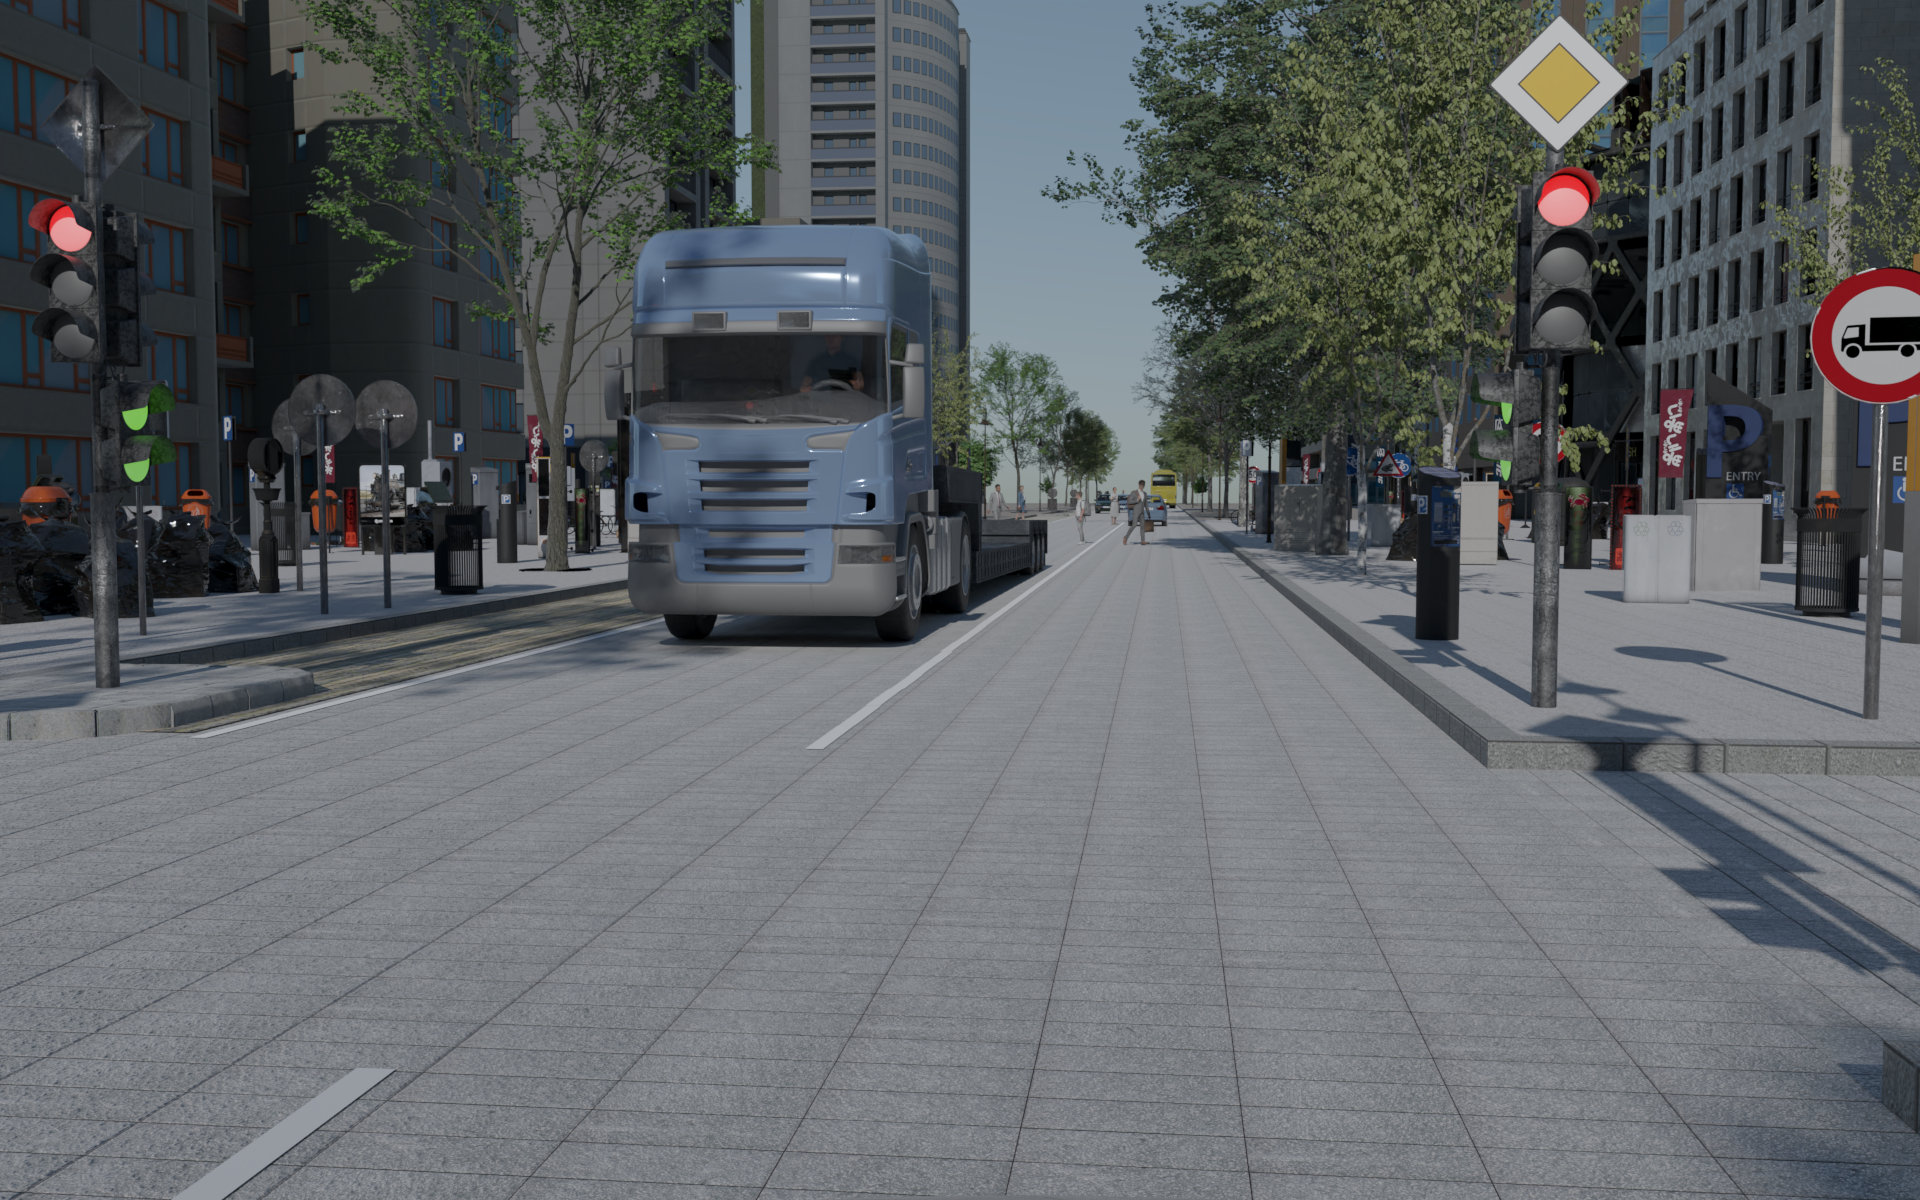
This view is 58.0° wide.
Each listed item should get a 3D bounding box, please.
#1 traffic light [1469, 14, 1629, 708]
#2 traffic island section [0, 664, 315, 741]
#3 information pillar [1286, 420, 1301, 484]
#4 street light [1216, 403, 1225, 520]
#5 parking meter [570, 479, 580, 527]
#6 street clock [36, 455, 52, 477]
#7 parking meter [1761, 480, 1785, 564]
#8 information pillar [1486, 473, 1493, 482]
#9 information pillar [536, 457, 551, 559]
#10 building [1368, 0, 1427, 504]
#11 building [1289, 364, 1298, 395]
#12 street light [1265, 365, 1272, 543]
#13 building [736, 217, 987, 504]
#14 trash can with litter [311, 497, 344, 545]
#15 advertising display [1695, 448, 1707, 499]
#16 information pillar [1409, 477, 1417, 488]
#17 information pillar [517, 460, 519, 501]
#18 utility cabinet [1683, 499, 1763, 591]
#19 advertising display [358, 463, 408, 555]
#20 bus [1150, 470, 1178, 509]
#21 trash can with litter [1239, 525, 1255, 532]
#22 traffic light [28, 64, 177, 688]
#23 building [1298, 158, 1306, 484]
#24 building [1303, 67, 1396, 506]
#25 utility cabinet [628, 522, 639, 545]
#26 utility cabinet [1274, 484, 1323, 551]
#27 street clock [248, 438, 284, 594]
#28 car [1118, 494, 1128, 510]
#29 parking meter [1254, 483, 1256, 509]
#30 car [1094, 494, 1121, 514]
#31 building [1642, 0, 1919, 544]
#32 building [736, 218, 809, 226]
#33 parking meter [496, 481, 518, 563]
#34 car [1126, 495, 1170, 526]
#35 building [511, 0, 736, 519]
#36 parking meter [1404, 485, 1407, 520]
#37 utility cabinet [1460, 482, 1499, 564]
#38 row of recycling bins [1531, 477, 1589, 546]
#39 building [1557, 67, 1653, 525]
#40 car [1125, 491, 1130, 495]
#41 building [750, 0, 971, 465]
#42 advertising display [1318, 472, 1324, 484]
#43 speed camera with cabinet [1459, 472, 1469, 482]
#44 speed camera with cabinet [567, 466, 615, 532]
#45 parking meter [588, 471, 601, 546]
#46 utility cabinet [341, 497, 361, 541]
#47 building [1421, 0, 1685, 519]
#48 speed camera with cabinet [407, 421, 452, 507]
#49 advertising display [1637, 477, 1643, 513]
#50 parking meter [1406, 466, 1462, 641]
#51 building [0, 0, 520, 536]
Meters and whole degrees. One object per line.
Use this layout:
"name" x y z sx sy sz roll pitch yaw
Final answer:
"traffic light" 3.504 -1.310 10.335 0.839 4.253 0.868 0 4 7
"traffic island section" -5.685 0.658 11.529 2.009 0.180 2.903 0 4 7
"information pillar" 10.335 -3.820 53.816 0.504 3.616 0.183 1 4 23
"street light" 12.664 -6.823 84.350 0.468 5.910 1.993 0 4 7
"parking meter" -14.812 -3.723 66.583 0.399 1.863 0.255 0 4 7
"street clock" -16.908 -1.679 32.024 0.358 2.002 0.471 -2 4 -31
"parking meter" 14.928 -1.430 31.799 0.372 1.533 0.369 0 3 0
"information pillar" 18.609 -3.445 60.815 0.304 2.012 0.304 1 4 16
"information pillar" -8.217 -1.835 34.488 0.304 2.012 0.304 1 4 12
"building" 43.204 -28.984 128.521 22.147 44.769 28.867 0 4 7
"building" 51.375 -28.249 233.570 14.160 30.474 14.107 0 4 7
"street light" 8.129 -4.441 45.402 0.468 5.910 1.993 0 4 7
"building" -13.245 -32.677 226.148 32.217 40.220 23.993 0 4 7
"trash can with litter" -16.089 -1.995 43.671 1.678 1.210 2.233 2 4 32
"advertising display" 10.435 -1.175 24.433 0.123 1.923 0.974 1 4 22
"information pillar" 19.363 -4.256 74.075 0.304 2.012 0.304 0 4 1
"information pillar" -19.245 -5.105 74.829 0.183 3.616 0.504 1 4 17
"utility cabinet" 10.122 -0.726 23.024 1.020 1.237 0.306 -1 4 -13
"advertising display" -12.166 -1.915 36.517 0.974 1.923 0.123 -1 4 -9
"bus" 20.582 -11.214 174.888 2.896 3.916 12.252 0 4 7
"trash can with litter" 10.775 -2.936 59.069 2.233 1.210 1.678 2 4 26
"traffic light" -5.647 -1.374 11.389 0.839 4.253 0.868 0 4 7
"building" 53.528 -36.109 214.077 21.300 48.544 21.600 0 4 7
"building" 50.417 -34.803 192.733 21.300 48.544 21.600 0 4 7
"utility cabinet" -5.683 -1.434 32.128 0.318 1.500 1.173 2 4 28
"utility cabinet" 7.599 -1.847 38.872 0.318 1.500 1.173 -3 5 -41
"street clock" -8.948 -1.089 22.382 0.358 2.002 0.471 1 4 11
"car" 12.713 -7.554 135.517 2.014 1.417 4.499 0 4 7
"parking meter" 14.455 -4.789 84.009 0.399 1.863 0.255 0 4 5
"car" 10.912 -7.229 127.980 2.009 1.686 4.222 0 4 8
"building" 28.360 -12.058 51.897 10.420 20.320 16.860 0 4 7
"building" -22.050 -17.092 124.489 27.650 21.520 28.899 0 4 7
"parking meter" -8.415 -1.452 32.155 0.372 1.533 0.369 0 3 0
"car" 8.481 -4.050 78.214 2.014 1.417 4.499 0 4 7
"building" -21.745 -40.349 97.960 20.563 71.187 20.611 0 4 7
"parking meter" 12.837 -2.502 49.322 0.372 1.533 0.369 0 3 0
"utility cabinet" 9.129 -1.388 31.371 1.173 1.500 0.318 1 4 17
"row of recycling bins" 15.325 -2.262 44.096 1.069 1.692 3.534 0 4 8
"building" 33.912 -12.623 73.837 16.820 18.784 16.811 0 4 7
"car" 15.207 -9.166 159.650 2.009 1.686 4.222 0 4 7
"building" -10.818 -40.188 199.073 21.231 58.520 28.212 0 4 7
"advertising display" 10.447 -2.746 50.112 0.123 1.923 0.974 0 4 6
"speed camera with cabinet" 20.434 -4.746 71.940 0.660 3.252 2.038 3 5 42
"speed camera with cabinet" -12.661 -3.903 58.148 2.038 3.252 0.660 -2 4 -30
"parking meter" -8.986 -2.256 42.593 0.255 1.863 0.399 -1 4 -17
"utility cabinet" -16.699 -2.222 47.491 0.306 1.237 1.020 -2 4 -33
"building" 36.909 -27.966 107.351 14.600 45.320 14.200 0 4 7
"speed camera with cabinet" -14.210 -3.157 45.955 0.660 3.252 2.038 1 4 11
"advertising display" 26.278 -3.737 66.305 0.123 1.923 0.974 -1 4 -18
"parking meter" 4.226 -0.421 15.297 0.372 1.533 0.369 0 3 0
"building" -30.963 -12.459 48.750 27.650 21.520 28.899 0 4 7
